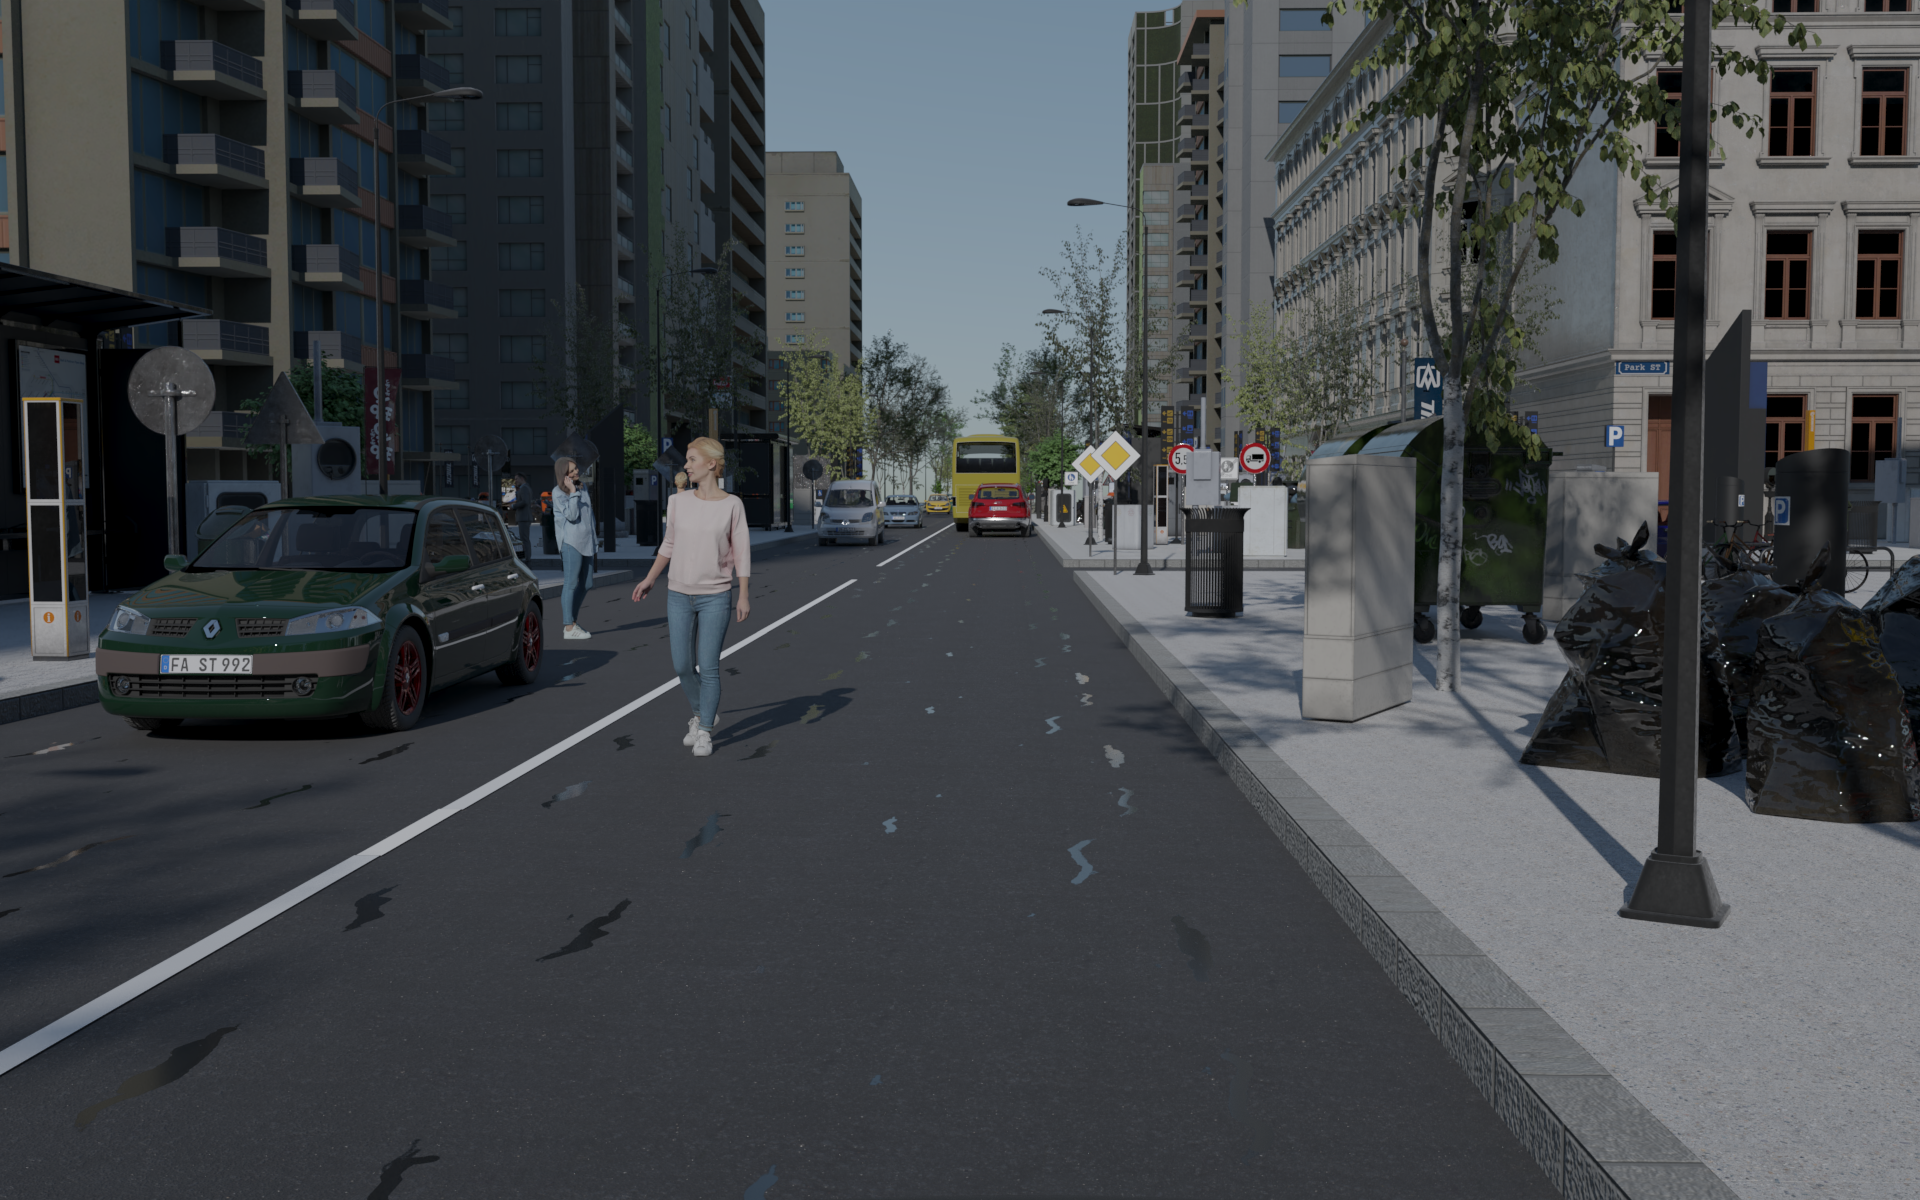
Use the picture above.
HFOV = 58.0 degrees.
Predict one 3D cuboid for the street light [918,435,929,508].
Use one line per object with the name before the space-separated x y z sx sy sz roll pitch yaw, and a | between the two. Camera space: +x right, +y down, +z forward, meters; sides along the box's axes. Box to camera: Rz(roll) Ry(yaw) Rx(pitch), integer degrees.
street light | -3.173 -9.889 134.221 1.470 5.913 1.316 0 4 1

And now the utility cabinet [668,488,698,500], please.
utility cabinet | -9.634 -3.177 60.624 1.173 1.500 0.318 0 4 0

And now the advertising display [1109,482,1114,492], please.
advertising display | 8.256 -5.227 90.677 0.974 1.923 0.123 1 4 22

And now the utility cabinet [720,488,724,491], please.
utility cabinet | -9.478 -3.578 67.184 1.173 1.500 0.318 1 4 13

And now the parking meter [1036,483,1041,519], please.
parking meter | 4.111 -5.167 90.191 0.255 1.863 0.399 0 4 3

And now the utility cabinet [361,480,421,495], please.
utility cabinet | -9.366 -1.185 28.060 1.173 1.500 0.318 -2 4 -31

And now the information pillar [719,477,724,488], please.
information pillar | -12.683 -6.161 92.079 0.183 3.616 0.504 -3 4 -36

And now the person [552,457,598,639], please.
person | -3.835 -0.515 17.179 0.793 1.790 0.793 -1 4 -15

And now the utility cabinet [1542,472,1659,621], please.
utility cabinet | 6.448 -0.537 17.458 1.173 1.500 0.318 -1 4 -21

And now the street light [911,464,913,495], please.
street light | -3.748 -8.531 112.026 1.470 5.913 1.316 0 4 1

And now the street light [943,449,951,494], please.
street light | -1.977 -12.639 179.194 1.470 5.913 1.316 0 4 1

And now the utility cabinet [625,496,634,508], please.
utility cabinet | -12.612 -3.433 67.298 1.020 1.237 0.306 -3 5 -40

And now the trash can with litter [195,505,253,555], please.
trash can with litter | -7.053 -0.318 16.579 0.624 1.170 1.055 0 4 0

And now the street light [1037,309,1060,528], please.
street light | 2.756 -4.344 43.570 1.470 5.913 1.316 0 4 1

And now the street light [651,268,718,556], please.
street light | -5.664 -3.862 35.692 1.470 5.913 1.316 0 4 1

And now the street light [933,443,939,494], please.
street light | -2.568 -11.282 156.999 1.470 5.913 1.316 0 4 1

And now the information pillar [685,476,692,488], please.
information pillar | -11.303 -4.063 70.929 0.304 2.012 0.304 -2 4 -28

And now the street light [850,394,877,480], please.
street light | -4.541 -6.615 80.693 1.470 5.913 1.316 0 4 1

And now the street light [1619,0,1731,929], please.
street light | 1.643 -1.993 5.131 1.470 5.913 1.316 0 4 1

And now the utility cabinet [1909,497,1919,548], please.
utility cabinet | 22.761 -1.814 40.818 0.306 1.237 1.020 0 4 4

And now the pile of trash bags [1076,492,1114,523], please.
pile of trash bags | 6.285 -4.188 78.225 1.912 1.369 3.447 2 4 29

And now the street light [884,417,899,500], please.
street light | -3.986 -8.062 104.348 1.470 5.913 1.316 0 4 1

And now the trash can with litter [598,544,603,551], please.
trash can with litter | -8.624 -1.688 38.989 0.624 1.170 1.055 3 5 41

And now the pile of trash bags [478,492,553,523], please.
pile of trash bags | -22.385 -4.690 86.432 3.447 1.369 1.912 0 4 8

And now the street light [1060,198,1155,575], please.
street light | 2.379 -3.351 27.322 1.470 5.913 1.316 0 4 1

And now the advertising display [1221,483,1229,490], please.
advertising display | 14.767 -5.698 98.375 0.974 1.923 0.123 1 4 11

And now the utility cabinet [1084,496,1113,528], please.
utility cabinet | 5.231 -3.318 65.410 1.020 1.237 0.306 1 4 17

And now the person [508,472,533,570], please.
person | -8.311 -1.497 32.778 0.447 1.846 0.655 -1 4 -12

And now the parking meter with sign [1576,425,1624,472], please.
parking meter with sign | 16.335 -2.969 44.808 0.543 3.016 1.738 -1 4 -19

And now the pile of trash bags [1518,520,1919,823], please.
pile of trash bags | 4.004 0.152 7.274 1.912 1.369 3.447 -1 4 -20

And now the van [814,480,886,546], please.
van | -3.066 -2.578 49.169 2.013 2.044 4.112 0 4 1

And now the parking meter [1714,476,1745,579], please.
parking meter | 11.095 -1.013 24.978 0.372 1.533 0.369 0 3 0

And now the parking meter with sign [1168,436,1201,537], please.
parking meter with sign | 6.334 -3.426 52.279 1.738 3.016 0.543 0 4 -6

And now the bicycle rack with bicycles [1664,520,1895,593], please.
bicycle rack with bicycles | 10.771 -0.588 23.002 2.925 0.926 2.852 0 4 -4

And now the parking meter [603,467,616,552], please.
parking meter | -7.741 -1.989 38.236 0.255 1.863 0.399 -1 4 -10

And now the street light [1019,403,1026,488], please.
street light | 3.866 -7.064 88.042 1.470 5.913 1.316 0 4 1

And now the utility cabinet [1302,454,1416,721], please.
utility cabinet | 2.347 -0.092 10.177 0.318 1.500 1.173 2 4 30

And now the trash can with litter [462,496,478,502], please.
trash can with litter | -13.907 -2.415 50.536 2.233 1.210 1.678 -1 4 -21

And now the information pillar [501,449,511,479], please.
information pillar | -23.373 -5.988 89.263 0.504 3.616 0.183 -1 4 -21

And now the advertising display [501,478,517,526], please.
advertising display | -18.107 -3.964 70.019 0.974 1.923 0.123 1 4 22

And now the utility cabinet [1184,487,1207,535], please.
utility cabinet | 7.035 -2.742 53.509 1.173 1.500 0.318 1 4 13

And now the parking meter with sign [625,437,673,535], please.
parking meter with sign | -9.772 -3.525 53.889 1.738 3.016 0.543 2 4 30

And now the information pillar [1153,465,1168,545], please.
information pillar | 5.044 -2.388 43.531 0.304 2.012 0.304 -1 4 -9

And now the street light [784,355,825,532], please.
street light | -5.198 -5.220 57.890 1.470 5.913 1.316 0 4 1

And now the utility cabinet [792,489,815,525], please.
utility cabinet | -6.495 -3.805 70.887 1.173 1.500 0.318 2 4 34

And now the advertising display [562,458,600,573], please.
advertising display | -6.256 -1.418 28.406 0.974 1.923 0.123 3 5 41

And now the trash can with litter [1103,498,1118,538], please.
trash can with litter | 4.742 -2.403 50.671 1.055 1.170 0.624 2 4 24

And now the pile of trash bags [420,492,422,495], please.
pile of trash bags | -16.812 -2.735 54.462 1.912 1.369 3.447 -2 4 -30

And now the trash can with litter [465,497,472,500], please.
trash can with litter | -20.053 -3.687 71.663 0.624 1.170 1.055 3 4 37

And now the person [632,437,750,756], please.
person | -1.477 -0.030 9.664 0.731 1.740 0.598 0 4 7

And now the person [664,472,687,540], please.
person | -3.735 -0.931 24.395 0.598 1.740 0.731 3 5 42

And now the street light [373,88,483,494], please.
street light | -6.147 -2.901 19.972 1.470 5.913 1.316 0 4 1

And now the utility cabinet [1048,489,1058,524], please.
utility cabinet | 3.947 -3.921 72.788 0.318 1.500 1.173 1 4 11

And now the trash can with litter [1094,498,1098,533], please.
trash can with litter | 4.883 -2.725 55.933 1.055 1.170 0.624 -1 4 -9

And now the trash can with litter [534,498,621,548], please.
trash can with litter | -9.457 -1.916 42.391 2.233 1.210 1.678 0 4 -7

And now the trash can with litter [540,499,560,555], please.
trash can with litter | -8.380 -1.554 36.790 1.055 1.170 0.624 0 4 -1

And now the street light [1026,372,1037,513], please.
street light | 3.337 -5.702 65.765 1.470 5.913 1.316 0 4 1

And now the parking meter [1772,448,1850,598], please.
parking meter | 4.787 -0.083 9.770 0.372 1.533 0.369 0 3 0
